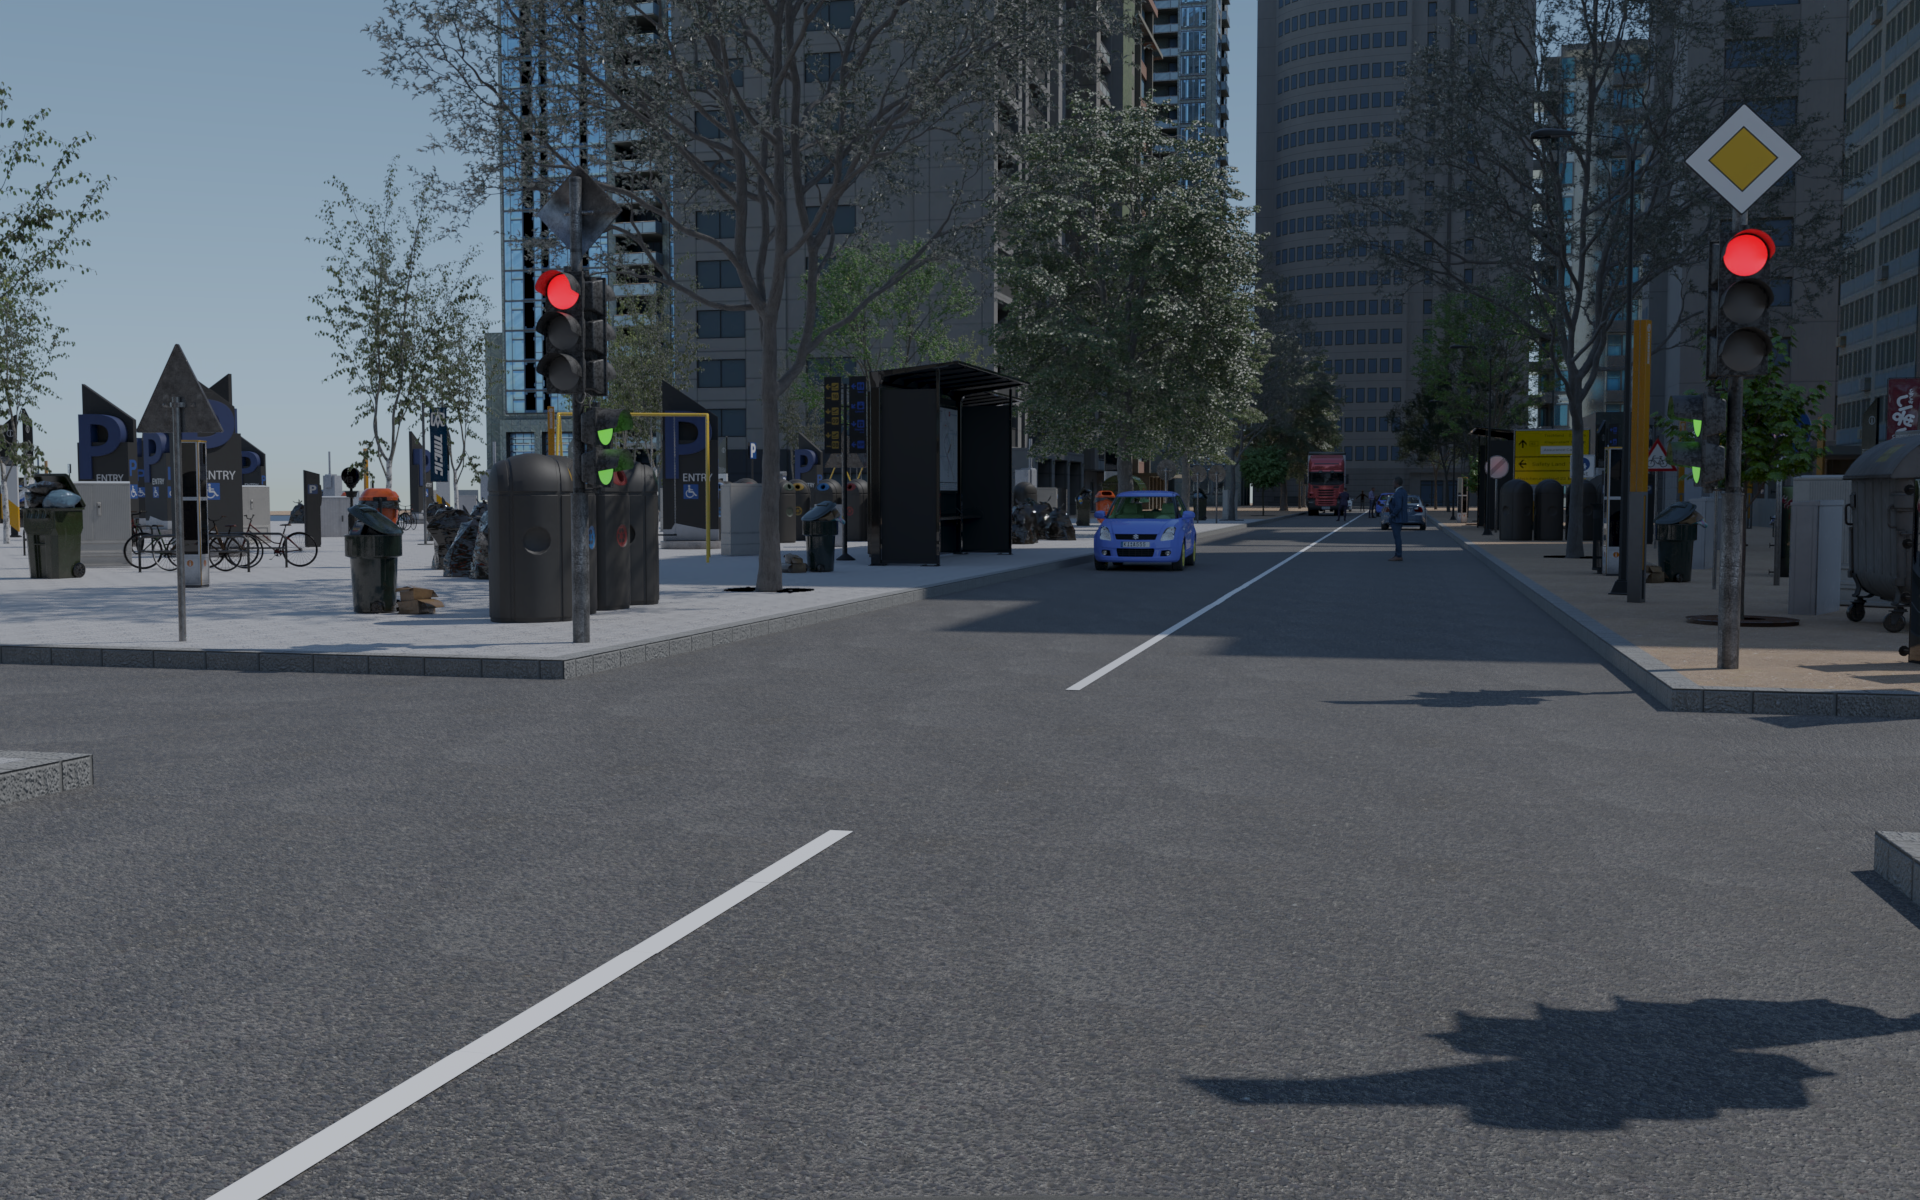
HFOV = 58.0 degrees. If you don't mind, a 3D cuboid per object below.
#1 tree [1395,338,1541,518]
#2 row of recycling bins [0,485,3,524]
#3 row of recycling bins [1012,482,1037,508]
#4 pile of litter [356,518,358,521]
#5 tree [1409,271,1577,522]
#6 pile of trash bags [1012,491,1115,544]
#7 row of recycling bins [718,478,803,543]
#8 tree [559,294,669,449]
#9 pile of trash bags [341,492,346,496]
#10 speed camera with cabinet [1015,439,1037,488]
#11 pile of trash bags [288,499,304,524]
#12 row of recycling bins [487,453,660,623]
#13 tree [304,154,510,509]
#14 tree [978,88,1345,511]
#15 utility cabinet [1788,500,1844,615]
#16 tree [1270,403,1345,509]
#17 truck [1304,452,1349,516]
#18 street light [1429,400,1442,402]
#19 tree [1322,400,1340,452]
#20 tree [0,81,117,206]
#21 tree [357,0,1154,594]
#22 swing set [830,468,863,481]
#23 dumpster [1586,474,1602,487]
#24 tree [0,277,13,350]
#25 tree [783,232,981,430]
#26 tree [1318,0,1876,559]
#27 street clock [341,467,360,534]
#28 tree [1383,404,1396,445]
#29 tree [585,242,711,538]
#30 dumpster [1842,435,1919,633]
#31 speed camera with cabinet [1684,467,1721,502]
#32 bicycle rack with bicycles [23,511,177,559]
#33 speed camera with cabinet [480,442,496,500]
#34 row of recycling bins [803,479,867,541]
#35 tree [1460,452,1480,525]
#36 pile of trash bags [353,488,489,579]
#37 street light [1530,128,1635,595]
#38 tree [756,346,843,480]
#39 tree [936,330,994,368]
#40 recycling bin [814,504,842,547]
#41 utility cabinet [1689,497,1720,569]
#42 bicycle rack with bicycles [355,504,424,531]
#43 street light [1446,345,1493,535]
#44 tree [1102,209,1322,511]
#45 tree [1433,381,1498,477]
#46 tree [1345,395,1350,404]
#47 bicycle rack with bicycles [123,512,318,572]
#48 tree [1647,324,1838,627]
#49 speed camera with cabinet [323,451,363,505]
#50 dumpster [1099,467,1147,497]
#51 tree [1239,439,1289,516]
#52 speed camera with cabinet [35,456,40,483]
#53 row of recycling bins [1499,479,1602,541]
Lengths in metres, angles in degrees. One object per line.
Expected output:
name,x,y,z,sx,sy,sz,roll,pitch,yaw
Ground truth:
tree,27.829,-9.746,93.751,7.601,10.594,8.767,1,4,16
row of recycling bins,-41.904,-4.096,74.089,1.069,1.692,3.534,1,4,10
row of recycling bins,0.812,-3.092,57.669,3.534,1.692,1.069,0,4,0
pile of litter,-19.468,-2.578,56.111,1.176,0.858,1.719,1,4,16
tree,24.506,-9.428,79.900,9.928,11.665,9.643,0,3,0
pile of trash bags,2.698,-2.363,48.385,3.447,1.369,1.912,-1,4,-13
row of recycling bins,-5.974,-2.312,44.916,3.534,1.692,1.069,-2,4,-29
tree,-12.571,-6.899,63.155,4.737,8.622,4.395,0,3,0
pile of trash bags,-8.823,-1.248,30.159,3.447,1.369,1.912,1,4,8
speed camera with cabinet,2.684,-4.178,62.641,0.660,3.252,2.038,2,4,29
pile of trash bags,-27.864,-4.068,76.260,1.912,1.369,3.447,1,4,16
row of recycling bins,-4.185,-0.719,18.862,1.069,1.692,3.534,1,4,9
tree,-12.638,-5.398,38.615,4.360,8.622,3.978,0,3,0
tree,5.052,-8.977,53.427,9.857,13.997,8.962,0,3,0
utility cabinet,9.254,-0.464,18.742,0.306,1.237,1.020,3,5,40
tree,29.841,-13.241,150.899,8.767,10.594,7.601,3,4,39
truck,24.794,-7.841,117.115,2.839,4.237,11.283,1,4,12
street light,23.848,-6.912,85.549,1.470,5.913,1.316,1,4,14
tree,32.143,-14.949,162.537,7.486,12.596,7.792,0,3,0
tree,-13.896,-4.447,23.069,4.360,8.622,3.978,0,3,0
tree,-2.402,-6.856,22.463,12.009,13.543,11.850,0,3,0
swing set,-4.893,-4.967,78.829,2.862,2.851,3.119,1,4,23
dumpster,18.427,-2.680,49.571,1.264,1.857,1.865,1,4,14
tree,-22.716,-5.318,37.313,4.737,8.622,4.395,0,3,0
tree,-3.101,-8.659,67.329,9.928,11.665,9.643,0,3,0
tree,12.258,-7.567,34.086,12.009,13.543,11.850,0,3,0
street clock,-16.241,-2.548,46.233,0.471,2.002,0.358,0,4,-7
tree,34.817,-11.572,123.611,8.767,10.594,7.601,-1,4,-11
tree,-8.996,-6.096,50.032,4.360,8.622,3.978,0,3,0
dumpster,9.296,-0.657,16.495,1.264,1.857,1.865,1,4,14
speed camera with cabinet,22.538,-3.550,52.375,0.660,3.252,2.038,3,5,43
bicycle rack with bicycles,-18.332,-1.439,36.906,2.852,0.926,2.925,0,4,7
speed camera with cabinet,-17.693,-4.398,66.251,0.660,3.252,2.038,0,4,8
row of recycling bins,-3.245,-2.463,47.391,3.534,1.692,1.069,1,4,20
tree,21.397,-4.719,71.753,1.663,3.219,1.824,0,3,0
pile of trash bags,-7.435,-1.028,26.563,3.447,1.369,1.912,-2,4,-25
street light,7.933,-3.028,22.057,1.470,5.913,1.316,1,4,14
tree,-8.120,-8.349,86.875,4.360,8.622,3.978,0,3,0
tree,-0.279,-7.777,77.522,4.737,8.622,4.395,0,3,0
recycling bin,-3.168,-1.805,42.072,0.722,1.027,0.722,0,4,-5
utility cabinet,12.815,-1.147,29.912,0.306,1.237,1.020,2,4,33
bicycle rack with bicycles,-20.228,-2.958,61.737,2.925,0.926,2.852,3,5,44
street light,15.917,-4.978,53.934,1.470,5.913,1.316,1,4,14
tree,8.912,-9.253,69.420,7.486,12.596,7.792,0,3,0
tree,31.249,-9.537,106.299,4.360,8.622,3.978,0,3,0
tree,24.894,-13.835,132.853,9.857,13.997,8.962,0,3,0
bicycle rack with bicycles,-12.741,-0.977,29.360,2.925,0.926,2.852,0,4,-1
tree,7.625,-1.375,17.089,1.663,3.219,1.824,0,3,0
speed camera with cabinet,-28.542,-5.262,80.372,2.038,3.252,0.660,1,4,19
dumpster,5.793,-3.610,61.512,1.502,2.255,1.985,1,4,14
tree,17.832,-7.205,101.516,4.285,4.588,4.351,0,3,0
speed camera with cabinet,-48.130,-5.882,90.514,0.660,3.252,2.038,-1,4,-12
row of recycling bins,16.709,-2.489,47.809,3.534,1.692,1.069,0,4,-3
